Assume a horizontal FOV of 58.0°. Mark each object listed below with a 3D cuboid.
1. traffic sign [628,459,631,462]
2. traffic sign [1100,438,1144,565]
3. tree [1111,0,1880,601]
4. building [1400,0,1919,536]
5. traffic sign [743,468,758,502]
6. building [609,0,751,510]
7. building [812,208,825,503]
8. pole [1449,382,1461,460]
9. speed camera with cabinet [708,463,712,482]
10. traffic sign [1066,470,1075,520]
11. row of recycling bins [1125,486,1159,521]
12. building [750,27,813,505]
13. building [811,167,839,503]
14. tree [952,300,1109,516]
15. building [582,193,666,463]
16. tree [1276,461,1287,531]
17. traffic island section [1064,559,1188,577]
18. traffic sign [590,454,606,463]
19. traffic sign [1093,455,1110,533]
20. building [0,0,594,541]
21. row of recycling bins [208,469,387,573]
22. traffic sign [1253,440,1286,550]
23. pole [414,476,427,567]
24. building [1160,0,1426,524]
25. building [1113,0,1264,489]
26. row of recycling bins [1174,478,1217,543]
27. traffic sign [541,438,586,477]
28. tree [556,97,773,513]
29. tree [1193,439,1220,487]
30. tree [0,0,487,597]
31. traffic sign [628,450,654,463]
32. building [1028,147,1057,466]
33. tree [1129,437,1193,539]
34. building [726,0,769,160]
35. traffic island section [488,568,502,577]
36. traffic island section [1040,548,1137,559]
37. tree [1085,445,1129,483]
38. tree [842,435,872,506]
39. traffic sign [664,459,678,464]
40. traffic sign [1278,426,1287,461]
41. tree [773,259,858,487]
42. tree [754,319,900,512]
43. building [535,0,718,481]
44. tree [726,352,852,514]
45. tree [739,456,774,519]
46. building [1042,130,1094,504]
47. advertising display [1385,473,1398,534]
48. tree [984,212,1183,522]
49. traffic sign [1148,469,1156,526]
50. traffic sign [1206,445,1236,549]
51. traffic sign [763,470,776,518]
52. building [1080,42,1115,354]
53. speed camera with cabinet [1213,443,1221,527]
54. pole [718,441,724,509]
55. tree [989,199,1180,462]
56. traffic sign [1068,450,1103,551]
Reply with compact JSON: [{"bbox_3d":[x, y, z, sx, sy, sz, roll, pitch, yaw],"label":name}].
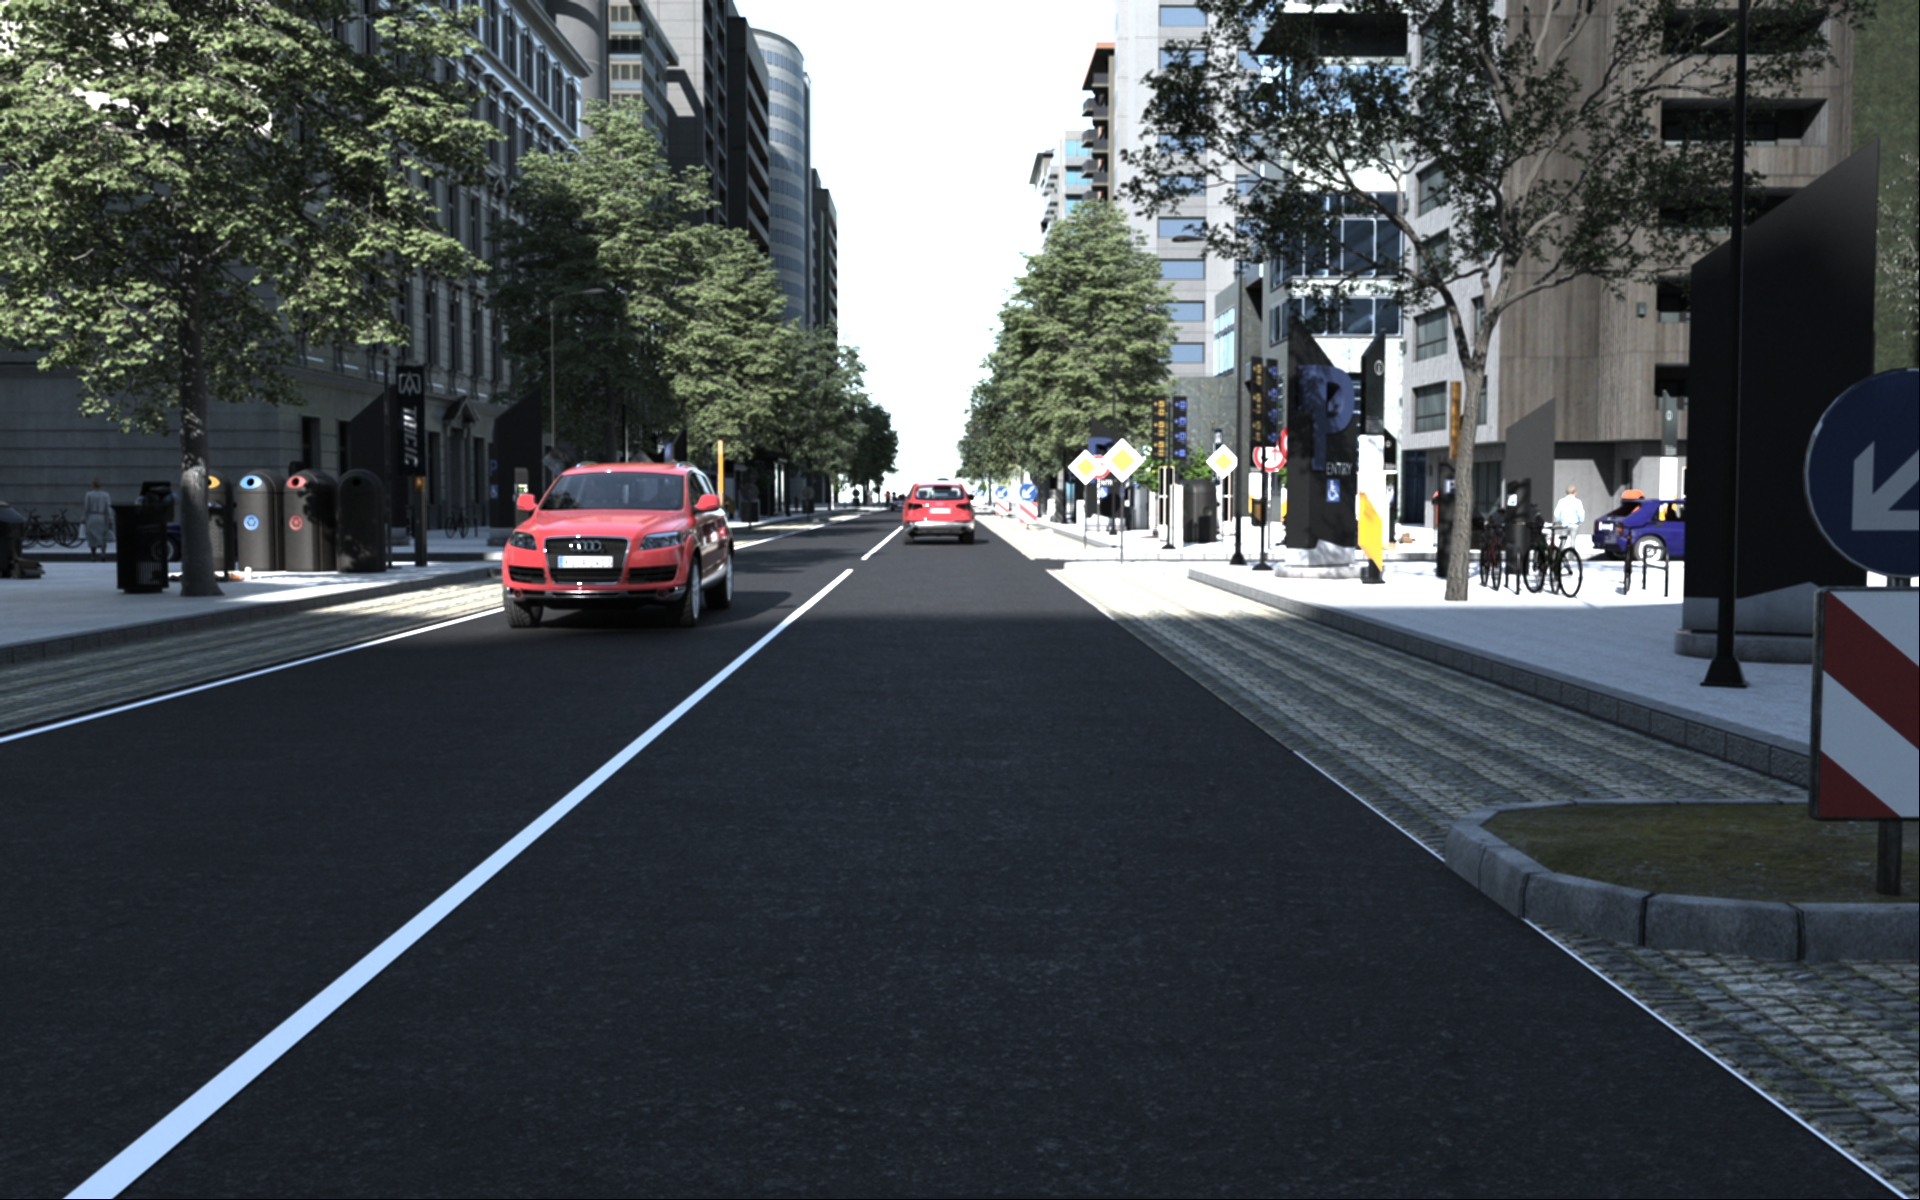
[{"bbox_3d":[-11.835,-3.818,62.530,0.768,2.556,0.104,0,4,5],"label":"traffic sign"},{"bbox_3d":[2.919,-1.688,31.237,0.795,2.450,0.064,0,4,-1],"label":"traffic sign"},{"bbox_3d":[5.895,-5.245,20.169,8.767,10.594,7.601,1,4,8],"label":"tree"},{"bbox_3d":[23.051,-17.374,55.774,14.107,30.474,14.160,0,4,-1],"label":"building"},{"bbox_3d":[-10.318,-5.216,85.390,0.768,2.556,0.104,0,4,8],"label":"traffic sign"},{"bbox_3d":[-28.533,-43.412,148.041,20.563,71.187,20.611,0,4,-1],"label":"building"},{"bbox_3d":[-26.428,-34.139,241.759,14.154,41.232,14.086,0,4,-1],"label":"building"},{"bbox_3d":[8.991,-2.303,31.502,0.158,3.312,0.155,0,3,0],"label":"pole"},{"bbox_3d":[-16.220,-7.025,109.193,0.660,3.252,2.038,-2,4,-28],"label":"speed camera with cabinet"},{"bbox_3d":[5.532,-5.256,86.037,0.768,2.556,0.104,0,4,5],"label":"traffic sign"},{"bbox_3d":[7.892,-4.642,83.002,3.534,1.692,1.069,2,4,29],"label":"row of recycling bins"},{"bbox_3d":[-30.230,-41.393,218.767,21.231,58.520,28.212,0,4,-1],"label":"building"},{"bbox_3d":[-29.548,-38.891,259.572,21.300,48.544,21.600,0,4,-1],"label":"building"},{"bbox_3d":[4.677,-11.279,101.419,9.611,12.733,9.660,0,3,0],"label":"tree"},{"bbox_3d":[-23.298,-14.393,99.956,10.561,19.102,19.286,0,4,-1],"label":"building"},{"bbox_3d":[11.773,-4.019,60.312,1.663,3.219,1.824,0,3,0],"label":"tree"},{"bbox_3d":[2.943,-0.552,31.314,2.009,0.180,2.903,0,4,-1],"label":"traffic island section"},{"bbox_3d":[-11.315,-3.334,54.610,0.768,2.556,0.104,0,4,2],"label":"traffic sign"},{"bbox_3d":[4.532,-3.461,56.698,0.768,2.556,0.104,0,4,3],"label":"traffic sign"},{"bbox_3d":[-26.701,-17.828,67.901,17.030,29.872,44.131,0,4,-1],"label":"building"},{"bbox_3d":[-11.179,-1.319,28.679,3.534,1.692,1.069,1,4,9],"label":"row of recycling bins"},{"bbox_3d":[7.102,-2.425,39.751,0.768,2.556,0.104,0,4,5],"label":"traffic sign"},{"bbox_3d":[-9.535,-2.245,30.546,0.158,3.312,0.155,0,3,0],"label":"pole"},{"bbox_3d":[23.236,-47.405,87.742,22.319,86.520,31.000,0,4,-1],"label":"building"},{"bbox_3d":[22.870,-36.488,138.577,21.231,58.520,28.212,0,4,-1],"label":"building"},{"bbox_3d":[6.346,-2.444,47.076,1.069,1.692,3.534,0,4,-1],"label":"row of recycling bins"},{"bbox_3d":[-7.125,-1.683,31.154,0.795,2.450,0.064,0,4,-1],"label":"traffic sign"},{"bbox_3d":[-10.059,-8.047,49.694,7.486,12.596,7.792,0,3,0],"label":"tree"},{"bbox_3d":[8.508,-4.070,61.152,1.663,3.219,1.824,0,3,0],"label":"tree"},{"bbox_3d":[-9.460,-6.296,21.069,7.486,12.596,7.792,0,3,0],"label":"tree"},{"bbox_3d":[-7.207,-2.171,39.139,0.795,2.450,0.064,0,4,-1],"label":"traffic sign"},{"bbox_3d":[25.147,-40.982,259.285,28.713,52.752,27.495,0,4,-1],"label":"building"},{"bbox_3d":[5.560,-3.399,50.173,1.663,3.219,1.824,0,3,0],"label":"tree"},{"bbox_3d":[-30.391,-33.442,170.480,21.300,48.544,21.600,0,4,-1],"label":"building"},{"bbox_3d":[-7.148,-0.546,31.215,2.009,0.180,2.903,0,4,-1],"label":"traffic island section"},{"bbox_3d":[2.861,-1.041,39.299,2.009,0.180,2.903,0,4,-1],"label":"traffic island section"},{"bbox_3d":[7.462,-6.452,89.211,4.285,4.588,4.351,0,3,0],"label":"tree"},{"bbox_3d":[-11.730,-14.625,189.483,4.737,8.622,4.395,0,3,0],"label":"tree"},{"bbox_3d":[-10.528,-3.862,63.253,0.768,2.556,0.104,0,4,5],"label":"traffic sign"},{"bbox_3d":[5.933,-1.847,30.311,0.768,2.556,0.104,0,4,4],"label":"traffic sign"},{"bbox_3d":[-9.830,-9.490,73.292,7.486,12.596,7.792,0,3,0],"label":"tree"},{"bbox_3d":[-11.068,-13.450,126.559,9.857,13.997,8.962,0,3,0],"label":"tree"},{"bbox_3d":[-34.423,-26.552,126.011,32.217,40.220,23.993,0,4,-1],"label":"building"},{"bbox_3d":[-10.913,-10.717,109.637,8.767,10.594,7.601,0,4,2],"label":"tree"},{"bbox_3d":[-10.450,-5.770,88.936,1.663,3.219,1.824,0,3,0],"label":"tree"},{"bbox_3d":[22.367,-37.286,229.238,23.786,49.044,30.456,0,4,-1],"label":"building"},{"bbox_3d":[13.467,-2.990,54.107,0.123,1.923,0.974,0,4,-2],"label":"advertising display"},{"bbox_3d":[5.468,-10.593,79.852,9.857,13.997,8.962,0,3,0],"label":"tree"},{"bbox_3d":[6.377,-3.371,56.307,0.795,2.450,0.064,0,4,2],"label":"traffic sign"},{"bbox_3d":[6.152,-2.406,40.528,0.795,2.450,0.064,0,4,4],"label":"traffic sign"},{"bbox_3d":[-10.053,-5.560,91.008,0.768,2.556,0.104,0,4,4],"label":"traffic sign"},{"bbox_3d":[23.140,-31.385,167.770,22.147,44.769,28.867,0,4,-1],"label":"building"},{"bbox_3d":[9.949,-4.423,66.645,0.660,3.252,2.038,1,4,12],"label":"speed camera with cabinet"},{"bbox_3d":[-9.110,-4.419,66.093,0.158,3.312,0.155,0,3,0],"label":"pole"},{"bbox_3d":[4.842,-9.129,67.388,7.486,12.596,7.792,0,3,0],"label":"tree"},{"bbox_3d":[2.837,-2.176,39.221,0.795,2.450,0.064,0,4,-1],"label":"traffic sign"}]
